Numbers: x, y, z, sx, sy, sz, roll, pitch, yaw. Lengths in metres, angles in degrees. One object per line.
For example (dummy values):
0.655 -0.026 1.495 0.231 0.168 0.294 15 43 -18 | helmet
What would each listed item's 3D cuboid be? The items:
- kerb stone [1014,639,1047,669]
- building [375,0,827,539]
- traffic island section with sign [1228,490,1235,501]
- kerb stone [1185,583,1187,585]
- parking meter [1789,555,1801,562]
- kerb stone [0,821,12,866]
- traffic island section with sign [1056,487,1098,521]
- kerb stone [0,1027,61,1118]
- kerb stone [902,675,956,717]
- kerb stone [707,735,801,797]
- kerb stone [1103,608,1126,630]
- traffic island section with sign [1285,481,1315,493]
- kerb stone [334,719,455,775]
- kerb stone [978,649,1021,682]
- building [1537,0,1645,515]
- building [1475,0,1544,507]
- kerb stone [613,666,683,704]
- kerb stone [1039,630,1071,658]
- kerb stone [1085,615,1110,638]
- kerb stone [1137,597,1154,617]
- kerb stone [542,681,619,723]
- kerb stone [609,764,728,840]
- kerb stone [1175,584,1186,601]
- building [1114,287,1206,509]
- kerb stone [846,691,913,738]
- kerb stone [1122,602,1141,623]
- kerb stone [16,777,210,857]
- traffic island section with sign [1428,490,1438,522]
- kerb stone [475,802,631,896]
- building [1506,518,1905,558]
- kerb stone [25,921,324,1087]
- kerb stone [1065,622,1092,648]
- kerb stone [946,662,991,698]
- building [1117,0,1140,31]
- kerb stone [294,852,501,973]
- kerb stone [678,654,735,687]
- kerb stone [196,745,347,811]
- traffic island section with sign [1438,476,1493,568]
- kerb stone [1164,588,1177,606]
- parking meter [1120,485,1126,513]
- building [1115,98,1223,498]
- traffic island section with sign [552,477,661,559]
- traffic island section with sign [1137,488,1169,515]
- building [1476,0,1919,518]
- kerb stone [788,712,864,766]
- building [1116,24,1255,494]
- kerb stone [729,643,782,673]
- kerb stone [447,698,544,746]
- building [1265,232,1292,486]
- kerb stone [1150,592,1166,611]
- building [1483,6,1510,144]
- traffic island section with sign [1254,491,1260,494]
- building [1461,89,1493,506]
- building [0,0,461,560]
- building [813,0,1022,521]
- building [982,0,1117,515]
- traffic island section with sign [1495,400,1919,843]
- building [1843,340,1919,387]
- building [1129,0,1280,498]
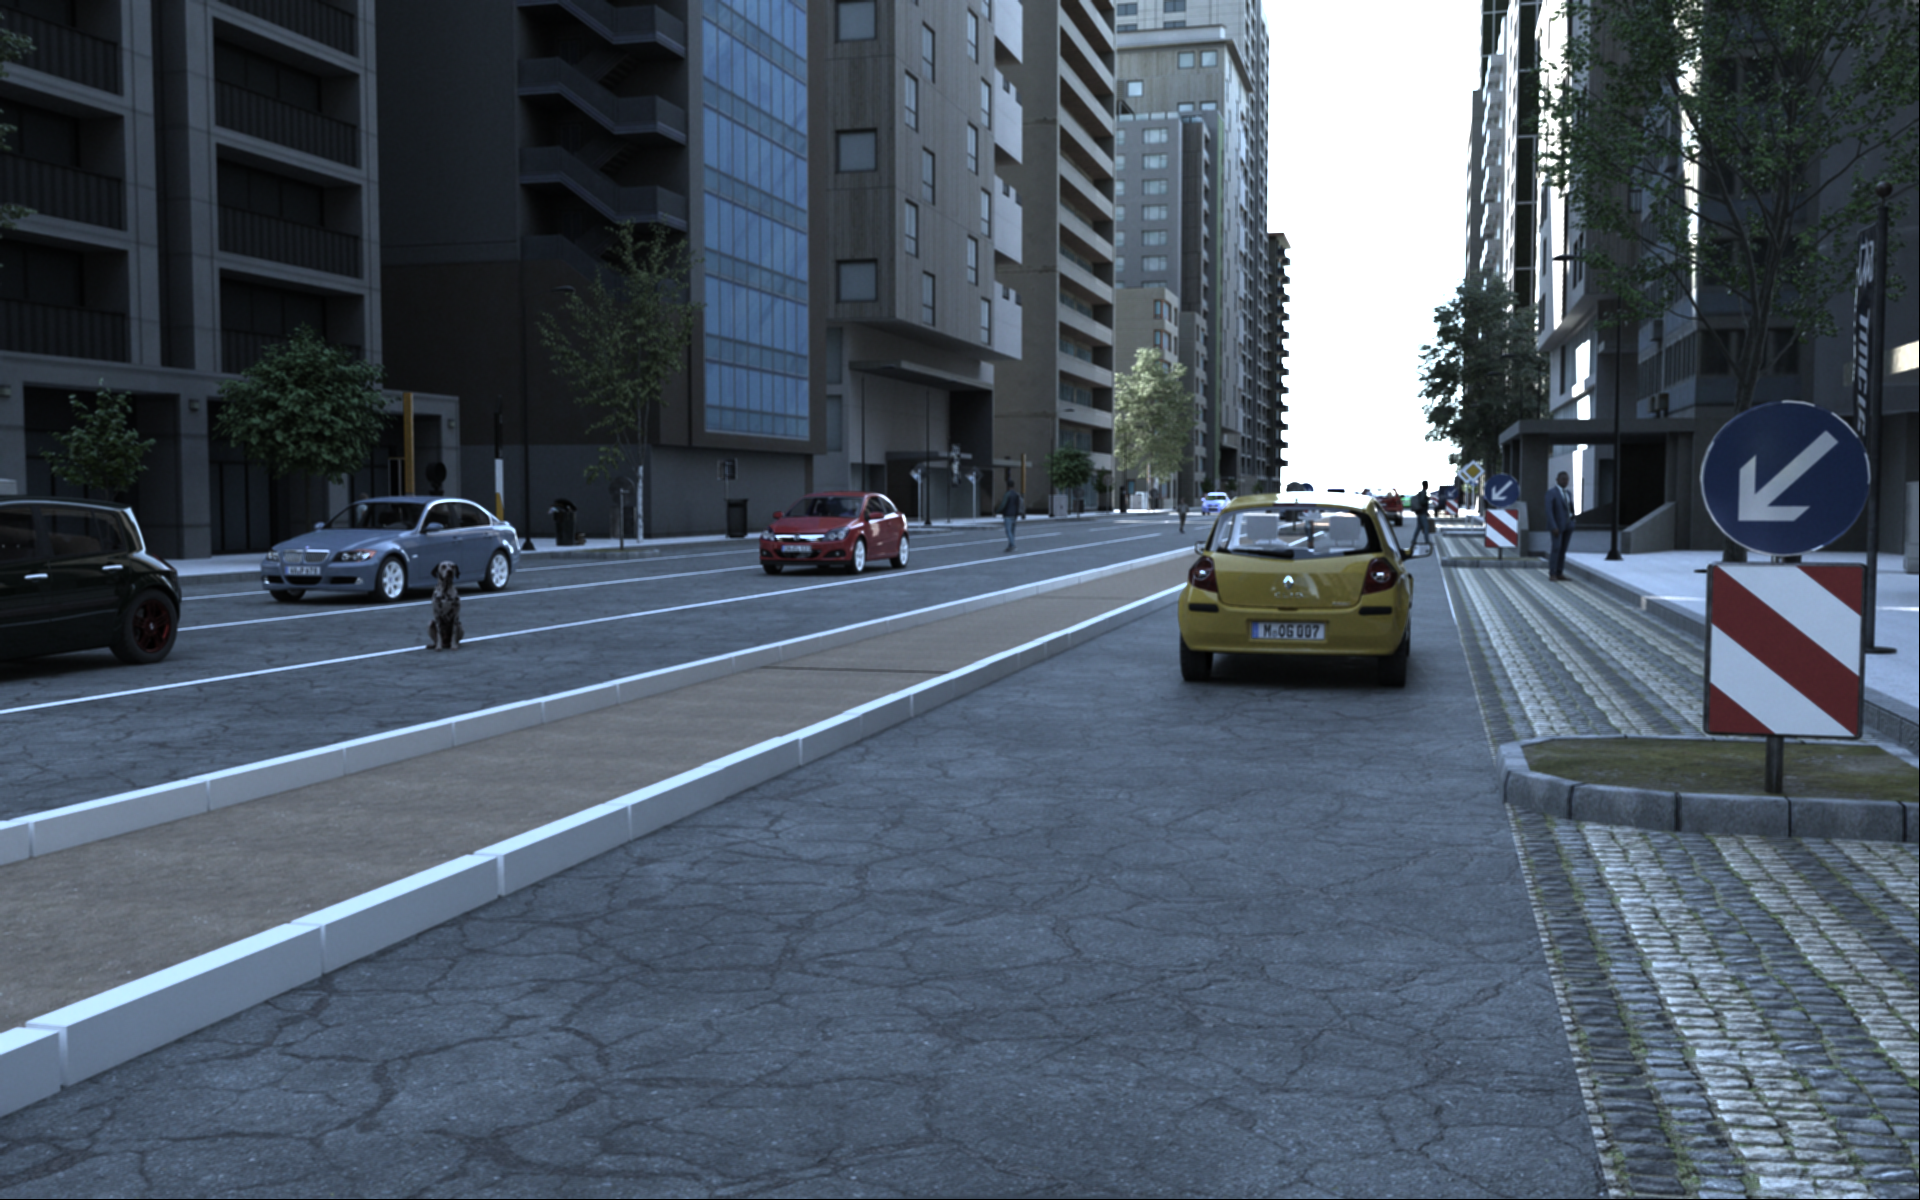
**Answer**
0.551 0.470 14.596 0.120 0.150 1.000 1 4 15 | kerb stone
-13.455 -24.862 56.612 14.200 45.320 14.600 1 4 15 | building
26.170 -9.677 166.848 1.989 1.847 2.006 1 4 15 | traffic island section with sign
3.189 -0.140 24.491 0.120 0.150 1.000 1 4 15 | kerb stone
15.594 -1.641 32.545 0.255 1.863 0.399 -3 5 -41 | parking meter
-3.824 0.972 6.300 0.120 0.150 1.000 1 4 15 | kerb stone
6.252 -5.101 92.034 1.989 1.847 2.006 1 4 15 | traffic island section with sign
-2.344 1.137 3.685 0.120 0.150 1.000 1 4 15 | kerb stone
-0.233 0.647 11.615 0.120 0.150 1.000 1 4 15 | kerb stone
-1.035 0.829 8.644 0.120 0.150 1.000 1 4 15 | kerb stone
1.613 0.223 18.554 0.120 0.150 1.000 1 4 15 | kerb stone
13.400 -3.593 66.884 2.006 1.907 1.989 1 4 15 | traffic island section with sign
-3.040 0.791 9.265 0.120 0.150 1.000 1 4 15 | kerb stone
0.287 0.526 13.592 0.120 0.150 1.000 1 4 15 | kerb stone
38.971 -29.551 72.397 27.495 52.752 28.713 1 4 15 | building
76.212 -48.275 227.546 20.563 71.187 20.611 1 4 15 | building
-2.239 0.609 12.231 0.120 0.150 1.000 1 4 15 | kerb stone
0.819 0.404 15.587 0.120 0.150 1.000 1 4 15 | kerb stone
1.345 0.287 17.563 0.120 0.150 1.000 1 4 15 | kerb stone
2.139 0.102 20.535 0.120 0.150 1.000 1 4 15 | kerb stone
-2.507 0.674 11.240 0.120 0.150 1.000 1 4 15 | kerb stone
-1.289 0.889 7.654 0.120 0.150 1.000 1 4 15 | kerb stone
2.931 -0.078 23.502 0.120 0.150 1.000 1 4 15 | kerb stone
7.431 -19.408 162.358 27.650 21.520 28.899 1 4 15 | building
-0.505 0.708 10.621 0.120 0.150 1.000 1 4 15 | kerb stone
1.879 0.162 19.546 0.120 0.150 1.000 1 4 15 | kerb stone
-3.558 0.913 7.287 0.120 0.150 1.000 1 4 15 | kerb stone
24.747 -4.829 87.585 1.989 1.847 2.006 1 4 15 | traffic island section with sign
-1.554 0.950 6.667 0.120 0.150 1.000 1 4 15 | kerb stone
29.934 -21.307 40.243 32.217 40.220 23.993 1 4 15 | building
-2.085 1.072 4.681 0.120 0.150 1.000 1 4 15 | kerb stone
1.090 0.348 16.573 0.120 0.150 1.000 1 4 15 | kerb stone
0.028 0.591 12.604 0.120 0.150 1.000 1 4 15 | kerb stone
31.637 -48.843 236.832 20.563 71.187 20.611 1 4 15 | building
-1.824 1.013 5.669 0.120 0.150 1.000 1 4 15 | kerb stone
-1.985 0.551 13.222 0.120 0.150 1.000 1 4 15 | kerb stone
-3.297 0.851 8.275 0.120 0.150 1.000 1 4 15 | kerb stone
10.534 -1.562 34.170 1.989 1.847 2.006 1 4 15 | traffic island section with sign
2.665 -0.020 22.515 0.120 0.150 1.000 1 4 15 | kerb stone
10.945 -6.777 116.511 0.255 1.863 0.399 3 4 36 | parking meter
19.502 -30.407 180.751 14.154 41.232 14.086 1 4 15 | building
-7.858 -1.861 39.058 1.989 1.847 2.006 1 4 15 | traffic island section with sign
13.249 -6.709 118.326 1.989 1.847 2.006 1 4 15 | traffic island section with sign
51.863 -25.920 115.674 32.217 40.220 23.993 1 4 15 | building
-0.763 0.774 9.633 0.120 0.150 1.000 1 4 15 | kerb stone
18.811 -37.547 203.130 28.713 52.752 27.495 1 4 15 | building
-1.719 0.488 14.217 0.120 0.150 1.000 1 4 15 | kerb stone
-2.776 0.730 10.253 0.120 0.150 1.000 1 4 15 | kerb stone
42.215 -38.392 282.331 22.147 44.769 28.867 1 4 15 | building
2.403 0.041 21.523 0.120 0.150 1.000 1 4 15 | kerb stone
63.085 -33.689 170.431 23.786 49.044 30.456 1 4 15 | building
33.231 -11.299 193.358 1.989 1.847 2.006 1 4 15 | traffic island section with sign
68.426 -35.019 196.259 21.300 48.544 21.600 1 4 15 | building
-23.577 -36.785 39.681 20.563 71.187 20.611 1 4 15 | building
-12.306 -30.466 87.361 28.713 52.752 27.495 1 4 15 | building
-1.681 -30.250 118.285 21.300 48.544 21.600 1 4 15 | building
3.586 0.031 8.122 1.989 1.847 2.006 1 4 15 | traffic island section with sign
18.324 -21.433 5.061 22.147 44.769 28.867 1 4 15 | building
37.204 -50.084 257.123 20.563 71.187 20.611 1 4 15 | building
